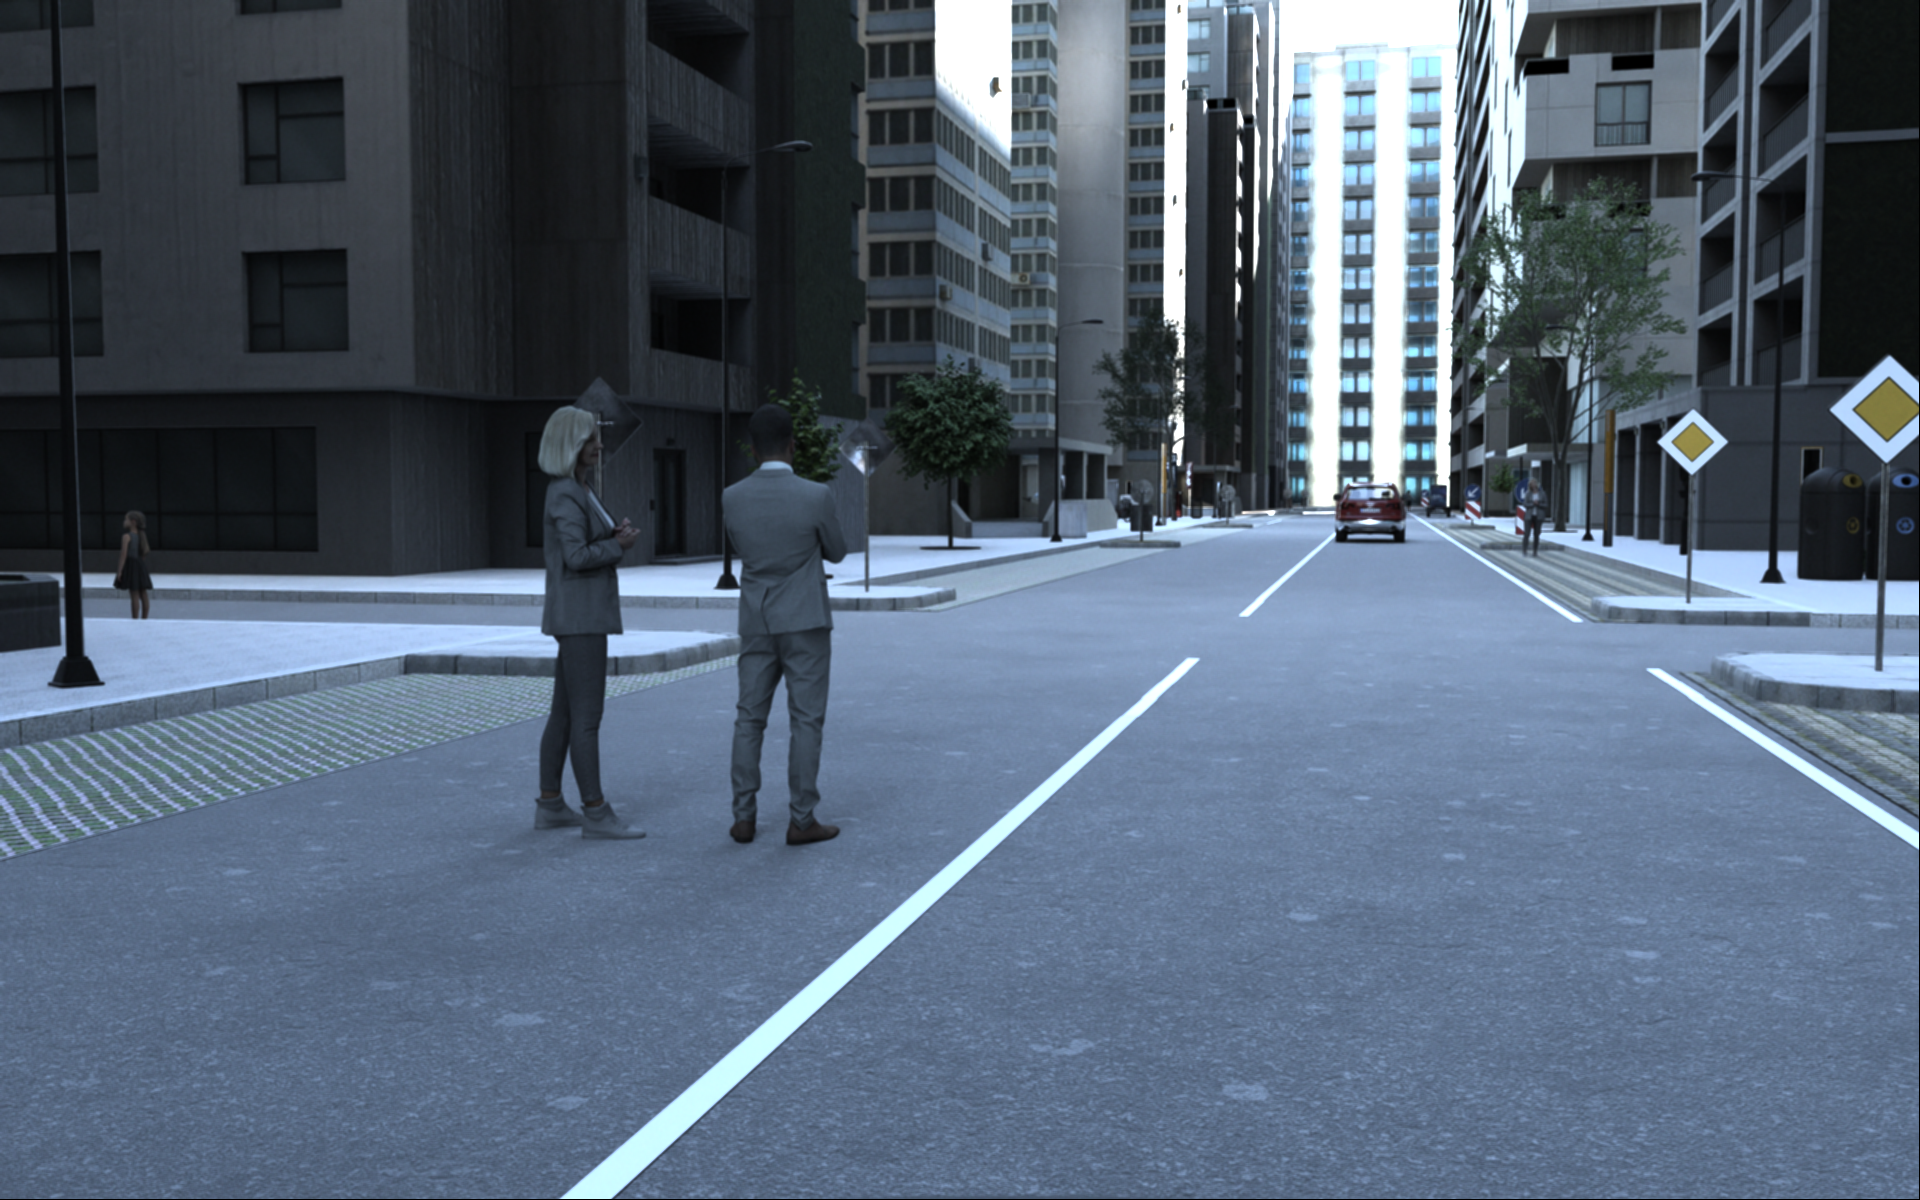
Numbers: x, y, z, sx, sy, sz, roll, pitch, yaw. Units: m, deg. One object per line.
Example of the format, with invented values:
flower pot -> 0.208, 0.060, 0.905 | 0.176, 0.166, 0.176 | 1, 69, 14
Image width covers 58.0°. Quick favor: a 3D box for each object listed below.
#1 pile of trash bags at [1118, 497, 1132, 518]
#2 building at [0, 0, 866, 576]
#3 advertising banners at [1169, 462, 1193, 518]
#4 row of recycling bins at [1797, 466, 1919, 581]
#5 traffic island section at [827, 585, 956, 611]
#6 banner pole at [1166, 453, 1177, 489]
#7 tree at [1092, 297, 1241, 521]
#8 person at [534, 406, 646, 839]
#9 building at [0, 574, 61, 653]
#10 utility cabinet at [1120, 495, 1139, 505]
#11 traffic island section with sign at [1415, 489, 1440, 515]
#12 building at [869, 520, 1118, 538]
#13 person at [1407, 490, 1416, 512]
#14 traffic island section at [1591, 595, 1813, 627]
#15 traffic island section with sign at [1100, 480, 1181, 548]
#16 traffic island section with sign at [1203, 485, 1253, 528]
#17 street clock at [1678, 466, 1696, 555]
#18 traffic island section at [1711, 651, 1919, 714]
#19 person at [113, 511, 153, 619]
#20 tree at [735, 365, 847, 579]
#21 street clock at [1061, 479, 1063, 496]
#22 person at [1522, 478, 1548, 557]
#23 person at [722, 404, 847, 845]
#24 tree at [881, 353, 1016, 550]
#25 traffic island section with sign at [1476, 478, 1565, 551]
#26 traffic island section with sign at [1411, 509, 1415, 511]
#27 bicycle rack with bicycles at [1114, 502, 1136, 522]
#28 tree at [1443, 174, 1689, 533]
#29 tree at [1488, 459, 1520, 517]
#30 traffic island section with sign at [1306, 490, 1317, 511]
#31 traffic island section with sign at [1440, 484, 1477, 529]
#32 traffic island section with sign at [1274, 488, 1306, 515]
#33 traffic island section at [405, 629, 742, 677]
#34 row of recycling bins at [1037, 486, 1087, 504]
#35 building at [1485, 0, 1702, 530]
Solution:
pile of trash bags -> 8.300, -5.131, 93.645 | 1.912, 1.369, 3.447 | 1, 4, 22
building -> -10.507, -15.955, 32.571 | 14.160, 30.474, 14.107 | 1, 4, 14
advertising banners -> 11.924, -6.019, 94.595 | 0.090, 3.025, 2.074 | -3, 5, -43
row of recycling bins -> 14.401, -1.140, 25.756 | 3.534, 1.692, 1.069 | 1, 4, 13
traffic island section -> -1.241, -0.026, 22.703 | 2.009, 0.180, 2.903 | 1, 4, 14
banner pole -> 11.112, -6.226, 91.812 | 0.863, 3.779, 0.401 | 1, 4, 16
tree -> 9.891, -9.048, 82.349 | 7.601, 10.594, 8.767 | 1, 4, 19
person -> -1.564, 0.079, 7.394 | 0.526, 1.800, 0.537 | 0, 4, 3
building -> -21.296, -28.459, 7.304 | 28.212, 58.520, 21.231 | 1, 4, 14
utility cabinet -> 9.428, -5.215, 96.435 | 1.020, 1.237, 0.306 | 2, 4, 27
traffic island section with sign -> 32.573, -6.764, 119.223 | 1.989, 1.847, 2.006 | 1, 4, 14
building -> -11.424, -22.532, 60.274 | 32.217, 40.220, 23.993 | 1, 4, 14
person -> 35.693, -7.843, 137.517 | 0.721, 1.735, 1.217 | -2, 4, -31
traffic island section -> 8.566, 0.119, 20.328 | 2.009, 0.180, 2.903 | 1, 4, 14
traffic island section with sign -> 4.889, -2.319, 46.537 | 1.989, 1.847, 2.006 | 1, 4, 14
traffic island section with sign -> 11.367, -3.955, 73.289 | 1.989, 1.847, 2.006 | 1, 4, 14
street clock -> 15.308, -1.953, 36.495 | 0.358, 2.002, 0.471 | 1, 4, 12
traffic island section -> 6.684, 0.594, 12.568 | 2.009, 0.180, 2.903 | 1, 4, 14
person -> -8.781, -0.317, 18.359 | 0.373, 1.253, 0.362 | 1, 4, 17
tree -> -2.571, -1.932, 26.184 | 1.663, 3.219, 1.824 | 0, 3, 0
street clock -> 4.646, -4.695, 81.331 | 0.358, 2.002, 0.471 | 2, 4, 24
person -> 12.961, -1.856, 39.022 | 0.537, 1.800, 0.526 | 1, 4, 21
person -> -0.726, 0.089, 7.229 | 0.511, 1.800, 0.466 | 0, 4, 3
tree -> -0.221, -3.477, 40.564 | 4.285, 4.588, 4.351 | 0, 3, 0
traffic island section with sign -> 14.499, -2.208, 44.727 | 1.989, 1.847, 2.006 | 1, 4, 14
traffic island section with sign -> 38.987, -8.384, 145.701 | 1.989, 1.847, 2.006 | 1, 4, 14
bicycle rack with bicycles -> 7.123, -4.014, 79.014 | 2.925, 0.926, 2.852 | -3, 4, -36
tree -> 20.094, -8.074, 57.768 | 9.928, 11.665, 9.643 | 0, 3, 0
tree -> 29.967, -6.165, 95.405 | 1.663, 3.219, 1.824 | 0, 3, 0
traffic island section with sign -> 29.675, -8.570, 148.747 | 1.989, 1.847, 2.006 | 1, 4, 14
traffic island section with sign -> 20.849, -3.810, 70.927 | 1.989, 1.847, 2.006 | 1, 4, 14
traffic island section with sign -> 23.083, -6.909, 121.590 | 1.989, 1.847, 2.006 | 1, 4, 14
traffic island section -> -3.123, 0.449, 14.942 | 2.009, 0.180, 2.903 | 1, 4, 14
row of recycling bins -> 5.465, -4.769, 85.085 | 3.534, 1.692, 1.069 | 1, 4, 21
building -> 36.800, -29.510, 71.734 | 28.713, 52.752, 27.495 | 1, 4, 14
